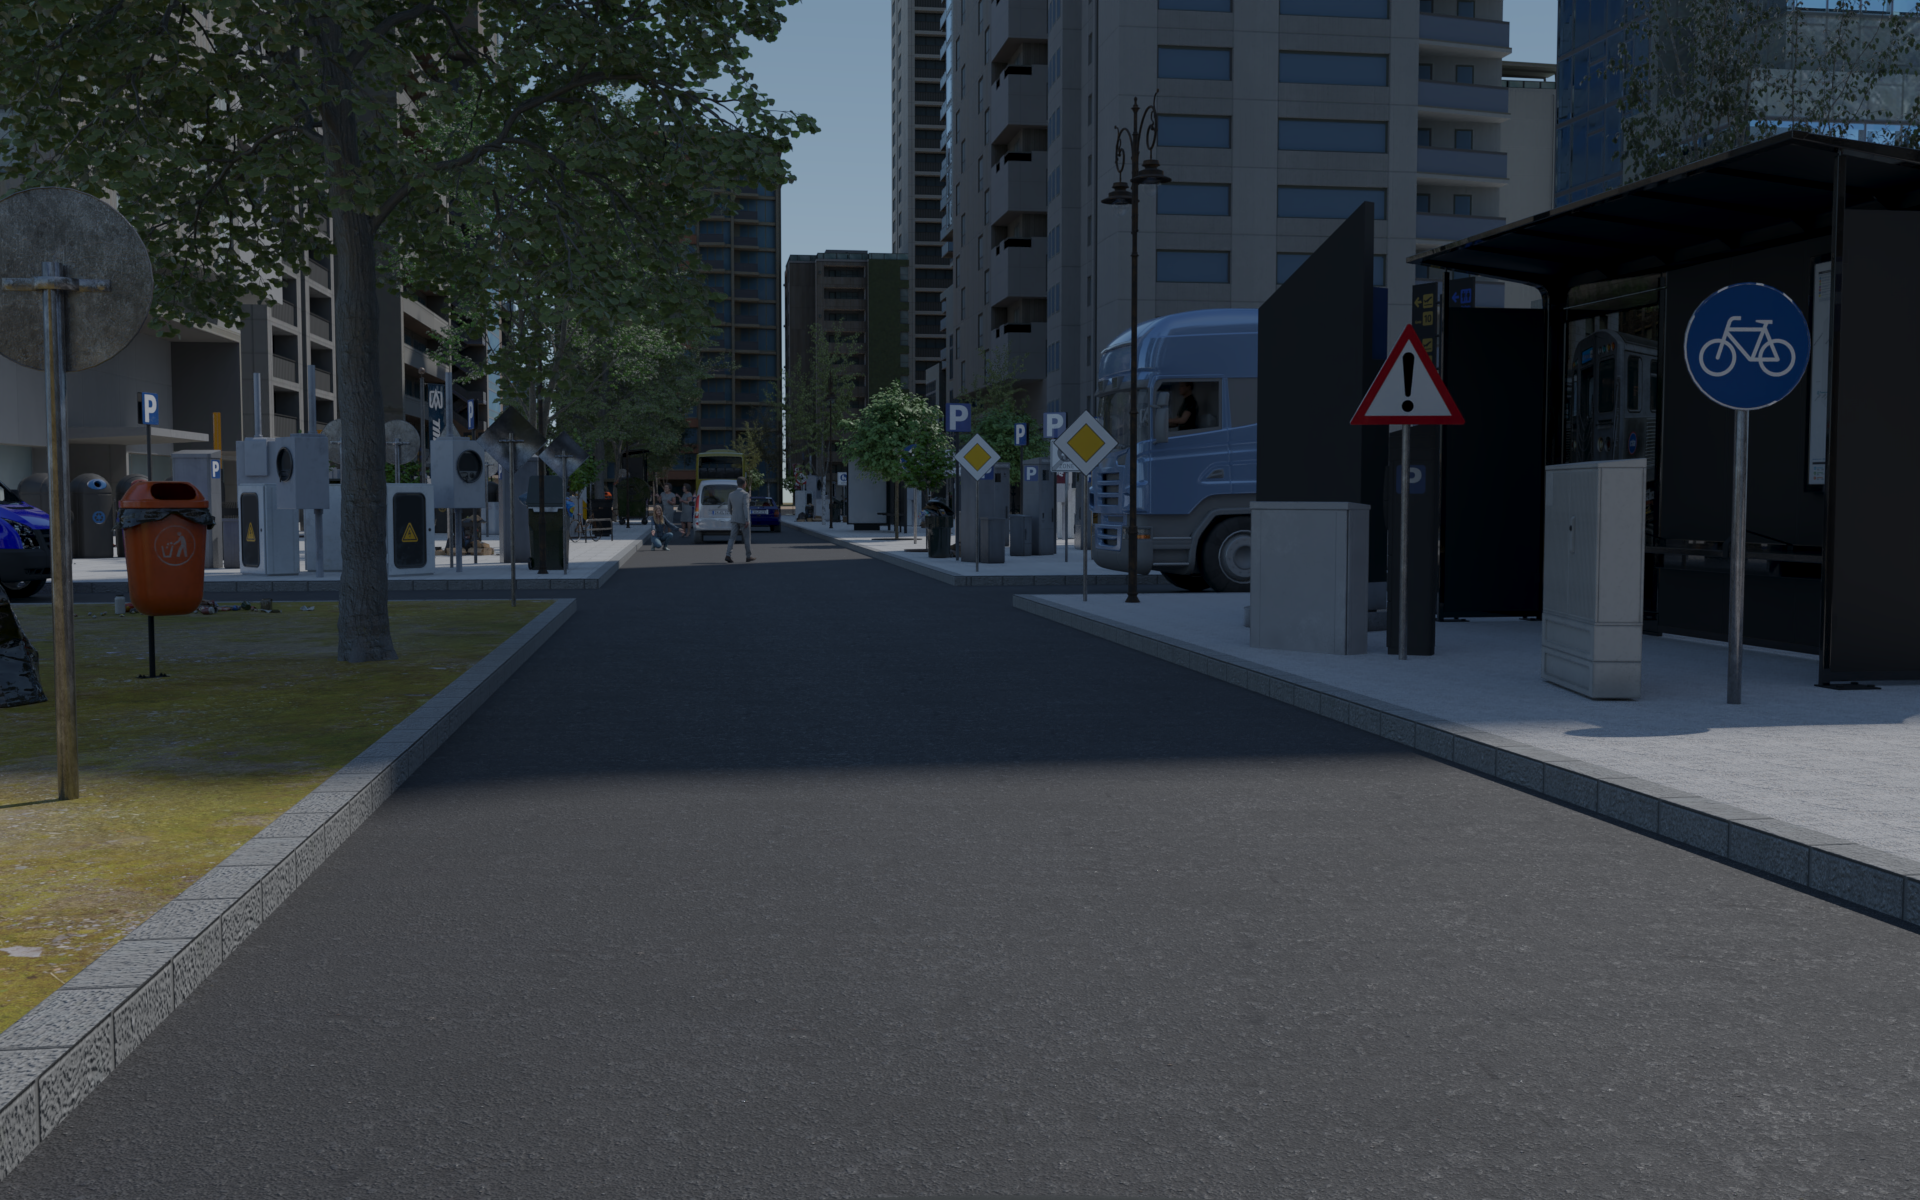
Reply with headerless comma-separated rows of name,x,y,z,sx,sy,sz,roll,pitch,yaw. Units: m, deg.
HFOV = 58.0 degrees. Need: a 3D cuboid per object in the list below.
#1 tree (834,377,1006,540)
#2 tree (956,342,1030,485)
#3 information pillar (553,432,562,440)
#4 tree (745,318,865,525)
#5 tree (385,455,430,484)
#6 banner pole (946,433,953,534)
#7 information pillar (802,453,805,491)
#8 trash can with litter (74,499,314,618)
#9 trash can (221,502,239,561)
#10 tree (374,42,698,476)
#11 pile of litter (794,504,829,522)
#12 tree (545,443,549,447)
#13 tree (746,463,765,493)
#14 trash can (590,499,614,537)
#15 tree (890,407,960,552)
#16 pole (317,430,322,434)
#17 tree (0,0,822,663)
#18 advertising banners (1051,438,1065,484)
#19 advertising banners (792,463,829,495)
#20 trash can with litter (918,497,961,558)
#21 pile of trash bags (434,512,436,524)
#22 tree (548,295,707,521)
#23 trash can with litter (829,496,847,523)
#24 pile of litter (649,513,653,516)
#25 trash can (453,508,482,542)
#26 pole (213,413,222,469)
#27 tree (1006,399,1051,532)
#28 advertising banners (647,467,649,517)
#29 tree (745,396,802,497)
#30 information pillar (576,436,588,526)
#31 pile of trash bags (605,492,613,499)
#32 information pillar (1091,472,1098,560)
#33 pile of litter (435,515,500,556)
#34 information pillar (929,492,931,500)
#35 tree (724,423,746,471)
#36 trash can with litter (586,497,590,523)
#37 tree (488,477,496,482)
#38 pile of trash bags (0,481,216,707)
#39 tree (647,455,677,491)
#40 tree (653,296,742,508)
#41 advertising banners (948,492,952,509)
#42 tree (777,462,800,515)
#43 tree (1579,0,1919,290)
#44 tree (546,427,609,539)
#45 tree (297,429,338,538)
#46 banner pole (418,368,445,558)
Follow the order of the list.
tree,-1.694,-3.960,48.464,4.285,4.588,4.351,0,3,0
tree,1.566,-8.121,83.139,4.737,8.622,4.395,0,3,0
information pillar,-14.429,-4.337,62.265,0.183,3.616,0.504,2,4,28
tree,-5.834,-7.449,72.149,4.737,8.622,4.395,0,3,0
tree,-16.882,-3.556,52.742,1.663,3.219,1.824,0,3,0
banner pole,-0.649,-4.034,55.980,0.863,3.779,0.401,-1,4,-10
information pillar,-8.909,-6.554,98.509,0.183,3.616,0.504,-1,4,-11
trash can with litter,-8.216,-0.470,18.745,2.233,1.210,1.678,0,4,-6
trash can,-13.342,-1.245,32.017,0.748,1.137,0.748,0,3,0
tree,-9.859,-7.013,40.419,9.928,11.665,9.643,0,3,0
pile of litter,-6.859,-4.057,80.296,1.719,0.858,1.176,-1,4,-9
tree,-23.827,-6.874,96.108,4.285,4.588,4.351,0,3,0
tree,-21.536,-11.704,175.070,4.285,4.588,4.351,0,3,0
trash can,-10.801,-2.483,52.251,0.748,1.137,0.748,0,3,0
tree,-0.801,-2.693,38.636,1.663,3.219,1.824,0,3,0
pole,-20.295,-3.744,55.055,0.158,3.312,0.155,0,3,0
tree,-5.047,-5.808,13.082,7.486,12.596,7.792,0,3,0
advertising banners,3.297,-3.016,45.501,2.074,3.025,0.090,-1,4,-18
advertising banners,-8.483,-6.230,98.048,2.074,3.025,0.090,0,4,2
trash can with litter,-0.307,-1.443,34.983,0.624,1.170,1.055,3,4,38
pile of trash bags,-12.856,-1.806,39.280,1.912,1.369,3.447,-2,4,-26
tree,-15.902,-8.949,80.723,7.601,10.594,8.767,1,4,17
trash can with litter,-5.385,-4.086,78.195,1.055,1.170,0.624,1,4,15
pile of litter,-18.495,-5.352,101.478,1.176,0.858,1.719,0,4,2
trash can,-11.083,-1.671,38.977,0.748,1.137,0.748,0,3,0
pole,-18.594,-3.032,43.419,0.158,3.312,0.155,0,3,0
tree,1.643,-4.650,59.737,4.285,4.588,4.351,0,3,0
advertising banners,-17.835,-6.283,98.909,0.090,3.025,2.074,-1,4,-11
tree,-14.162,-10.965,129.641,4.360,8.622,3.978,0,3,0
information pillar,-15.356,-4.823,70.213,0.183,3.616,0.504,3,5,41
pile of trash bags,-18.469,-4.530,83.825,3.447,1.369,1.912,1,4,10
information pillar,2.730,-1.796,33.860,0.304,2.012,0.304,1,4,11
pile of litter,-10.304,-1.367,36.317,1.719,0.858,1.176,1,4,19
information pillar,-1.397,-4.314,75.030,0.304,2.012,0.304,0,4,4
tree,-20.797,-13.422,169.817,4.737,8.622,4.395,0,3,0
trash can with litter,-16.408,-3.931,75.662,0.624,1.170,1.055,0,4,5
tree,-20.684,-4.859,74.042,1.663,3.219,1.824,0,3,0
pile of trash bags,-6.422,-0.069,10.885,1.912,1.369,3.447,3,5,42
tree,-28.757,-13.326,168.237,4.360,8.622,3.978,0,3,0
tree,-26.614,-18.413,156.937,12.611,20.169,13.585,0,3,0
advertising banners,0.185,-6.362,100.211,2.074,3.025,0.090,2,4,29
tree,-10.059,-6.773,105.341,1.663,3.219,1.824,0,3,0
tree,8.818,-4.215,19.284,4.360,8.622,3.978,0,3,0
tree,-11.170,-3.390,50.033,1.663,3.219,1.824,0,3,0
tree,-19.582,-3.470,51.334,1.663,3.219,1.824,0,3,0
banner pole,-10.552,-2.726,34.591,0.401,3.779,0.863,2,4,26
